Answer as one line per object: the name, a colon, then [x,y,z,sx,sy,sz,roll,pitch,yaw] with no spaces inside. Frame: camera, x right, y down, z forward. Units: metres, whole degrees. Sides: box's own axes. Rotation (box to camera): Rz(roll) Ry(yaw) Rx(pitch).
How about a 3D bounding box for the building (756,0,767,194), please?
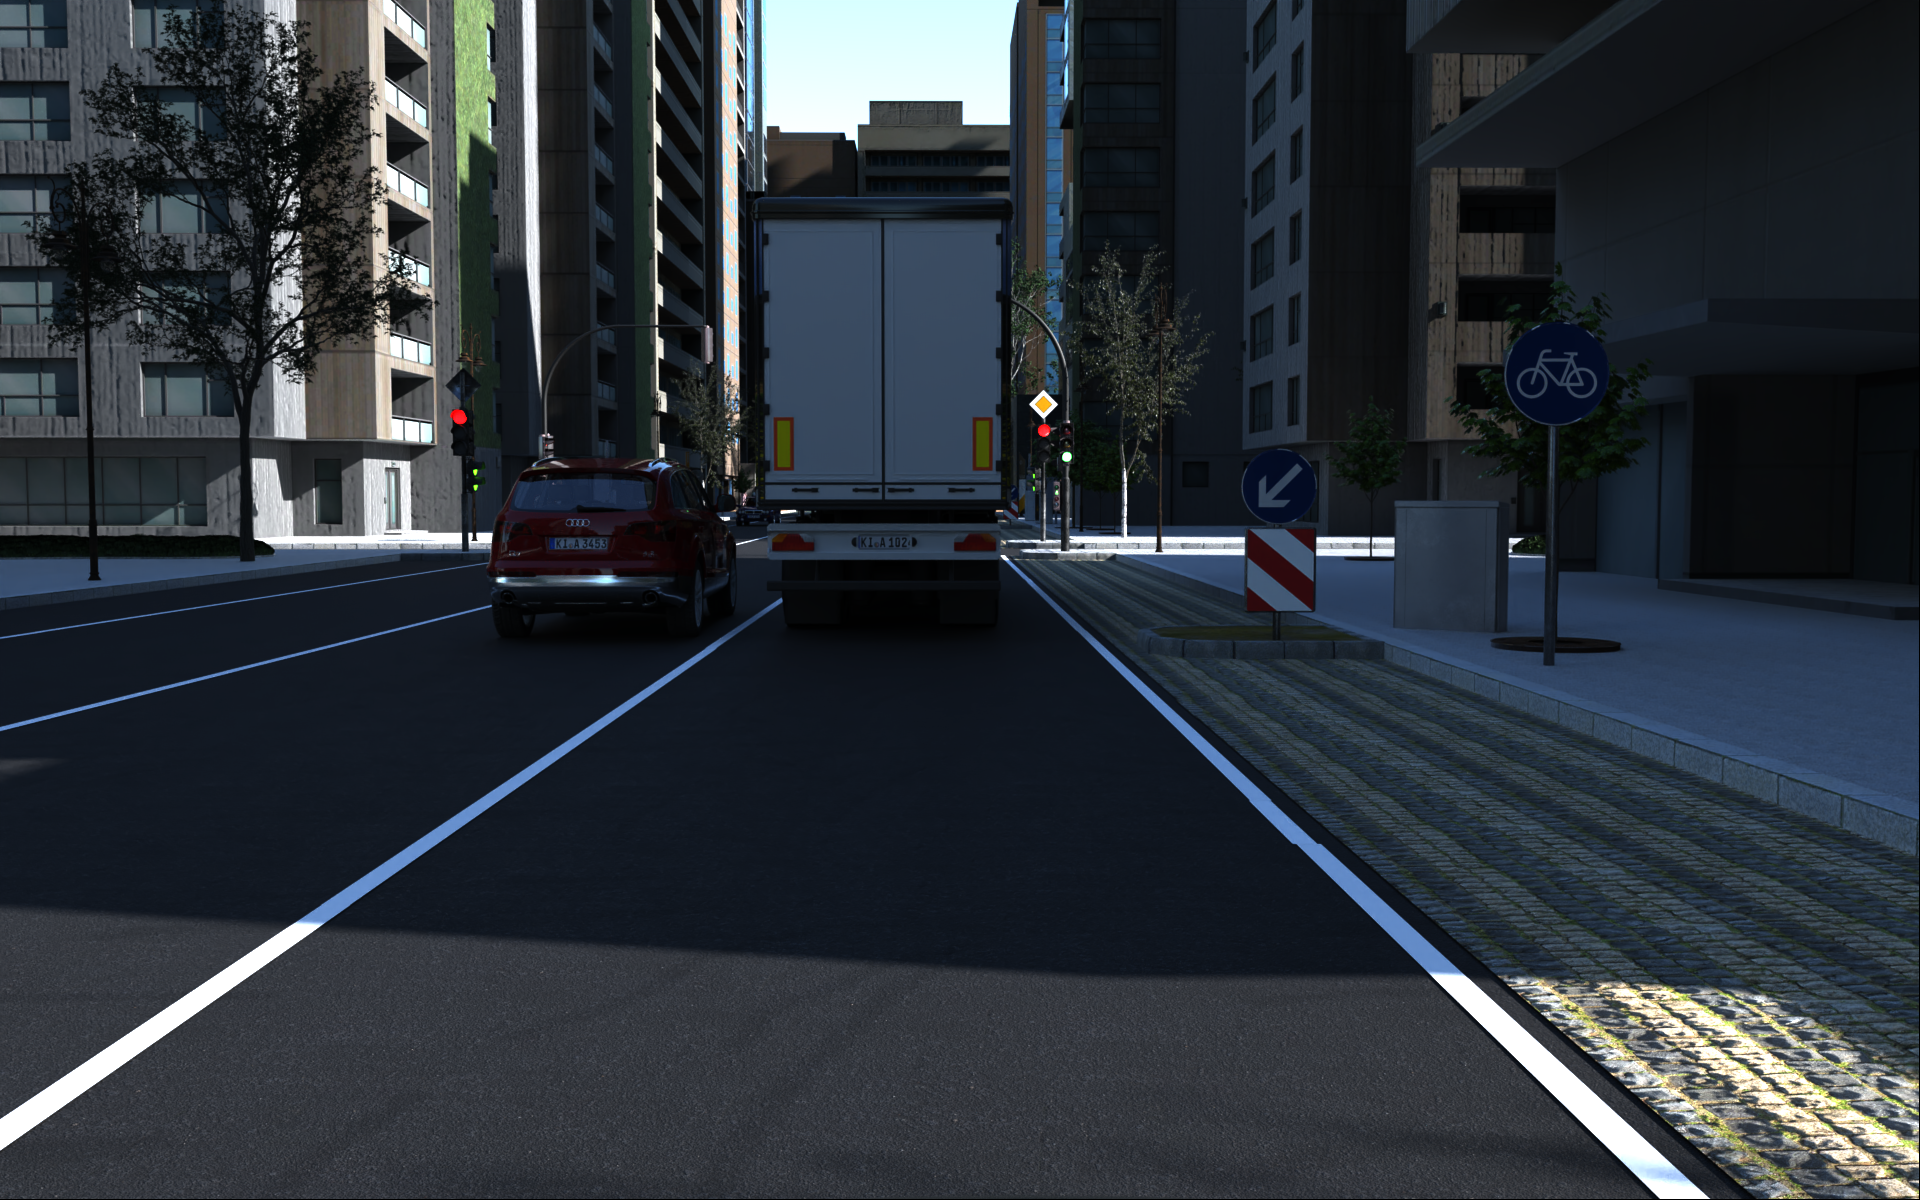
building: [-32.650,-53.218,182.780,31.000,86.520,22.319,0,4,-1]

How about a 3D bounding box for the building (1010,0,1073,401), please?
building: [11.682,-30.982,156.668,14.600,45.320,14.200,0,4,-1]

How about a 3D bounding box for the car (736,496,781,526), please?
car: [-9.182,-4.063,79.012,1.945,1.354,3.894,0,4,0]

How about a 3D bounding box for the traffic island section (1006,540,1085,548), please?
traffic island section: [2.269,-1.503,46.849,2.009,0.180,2.903,0,4,-1]

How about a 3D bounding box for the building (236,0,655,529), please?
building: [-21.738,-24.004,76.053,14.154,41.232,14.086,0,4,-1]

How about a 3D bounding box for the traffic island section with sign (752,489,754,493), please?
traffic island section with sign: [-11.534,-5.529,99.022,1.989,1.847,2.006,0,4,-1]

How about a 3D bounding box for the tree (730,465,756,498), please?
tree: [-14.642,-7.410,115.761,1.663,3.219,1.824,0,3,0]

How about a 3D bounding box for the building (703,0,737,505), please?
building: [-24.272,-29.297,129.111,14.600,45.320,14.200,0,4,-1]

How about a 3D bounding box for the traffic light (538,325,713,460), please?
traffic light: [-9.041,-4.400,46.609,4.771,5.953,1.251,0,4,-1]

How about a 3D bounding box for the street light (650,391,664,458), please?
street light: [-13.580,-6.429,77.908,0.468,5.910,1.993,0,4,-1]

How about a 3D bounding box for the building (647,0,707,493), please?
building: [-27.737,-29.497,105.970,21.300,48.544,21.600,0,4,-1]

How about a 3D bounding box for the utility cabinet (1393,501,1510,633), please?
utility cabinet: [4.642,-0.319,16.377,1.020,1.237,0.306,3,4,37]

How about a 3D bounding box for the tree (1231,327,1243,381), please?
tree: [12.441,-7.070,65.952,4.360,8.622,3.978,0,3,0]

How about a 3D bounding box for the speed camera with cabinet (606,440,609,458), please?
speed camera with cabinet: [-13.164,-4.273,64.205,0.660,3.252,2.038,0,4,-4]

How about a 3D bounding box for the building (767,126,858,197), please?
building: [-19.694,-34.486,213.954,14.200,45.320,14.600,0,4,-1]

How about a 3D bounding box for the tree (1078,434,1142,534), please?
tree: [5.074,-3.714,55.331,1.663,3.219,1.824,0,3,0]

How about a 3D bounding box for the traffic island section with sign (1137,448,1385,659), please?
traffic island section with sign: [2.667,-0.443,15.872,1.989,1.847,2.006,0,4,-1]

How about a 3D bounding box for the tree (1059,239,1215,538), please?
tree: [5.068,-6.141,50.773,4.360,8.622,3.978,0,3,0]

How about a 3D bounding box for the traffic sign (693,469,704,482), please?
traffic sign: [-13.618,-5.466,89.475,0.768,2.556,0.104,0,4,2]

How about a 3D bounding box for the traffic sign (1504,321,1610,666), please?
traffic sign: [4.413,-0.782,12.899,0.768,2.556,0.104,0,4,3]

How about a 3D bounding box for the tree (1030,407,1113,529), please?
tree: [4.366,-4.975,65.057,4.285,4.588,4.351,0,3,0]

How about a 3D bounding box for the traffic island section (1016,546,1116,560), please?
traffic island section: [2.372,-1.014,38.865,2.009,0.180,2.903,0,4,-1]

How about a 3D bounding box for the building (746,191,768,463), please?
building: [-24.179,-24.010,164.268,14.160,30.474,14.107,0,4,-1]

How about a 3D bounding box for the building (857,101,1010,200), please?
building: [-1.775,-36.293,217.091,21.600,48.544,21.300,0,4,-1]

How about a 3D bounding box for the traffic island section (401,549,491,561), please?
traffic island section: [-11.068,-1.004,38.696,2.009,0.180,2.903,0,4,-1]

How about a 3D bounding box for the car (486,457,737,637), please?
car: [-3.655,-0.625,18.896,2.281,1.827,5.304,0,4,-1]

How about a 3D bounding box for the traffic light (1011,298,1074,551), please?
traffic light: [0.241,-3.909,38.582,4.771,5.953,1.251,0,4,-1]

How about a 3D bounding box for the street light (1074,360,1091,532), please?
street light: [4.135,-5.265,58.878,0.468,5.910,1.993,0,4,-1]

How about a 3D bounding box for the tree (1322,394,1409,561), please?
tree: [7.856,-2.385,33.597,1.663,3.219,1.824,0,3,0]

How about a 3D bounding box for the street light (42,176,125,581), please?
street light: [-12.875,-3.229,25.587,0.468,5.910,1.993,0,4,-1]

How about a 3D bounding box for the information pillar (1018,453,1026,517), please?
information pillar: [3.519,-6.503,97.684,0.183,3.616,0.504,-3,5,-44]

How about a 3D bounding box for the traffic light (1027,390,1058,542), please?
traffic light: [2.228,-3.536,46.735,0.839,4.253,0.868,0,4,-1]

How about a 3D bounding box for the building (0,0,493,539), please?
building: [-23.350,-22.654,53.986,14.154,41.232,14.086,0,4,-1]

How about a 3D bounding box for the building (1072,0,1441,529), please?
building: [11.810,-18.607,75.934,14.160,30.474,14.107,0,4,-1]

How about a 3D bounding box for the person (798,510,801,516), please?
person: [-10.121,-6.208,109.980,0.573,1.828,0.580,-1,4,-9]

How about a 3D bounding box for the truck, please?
truck: [-0.750,-2.024,22.003,2.839,4.237,11.283,0,4,0]

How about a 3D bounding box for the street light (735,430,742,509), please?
street light: [-13.940,-8.342,109.173,0.468,5.910,1.993,0,4,-1]

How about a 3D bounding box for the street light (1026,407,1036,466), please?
street light: [3.677,-7.167,89.968,0.468,5.910,1.993,0,4,-1]

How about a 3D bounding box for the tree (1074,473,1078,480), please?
tree: [4.985,-4.102,61.670,1.663,3.219,1.824,0,3,0]

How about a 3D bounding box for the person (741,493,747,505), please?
person: [-16.247,-7.557,130.264,0.551,1.740,0.621,1,4,22]

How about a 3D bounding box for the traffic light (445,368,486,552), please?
traffic light: [-11.028,-3.036,38.562,0.839,4.253,0.868,0,4,-1]

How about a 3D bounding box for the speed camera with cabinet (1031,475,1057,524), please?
speed camera with cabinet: [3.747,-4.914,74.680,0.660,3.252,2.038,-1,4,-12]

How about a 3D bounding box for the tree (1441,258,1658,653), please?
tree: [4.833,-1.209,14.371,1.663,3.219,1.824,0,3,0]

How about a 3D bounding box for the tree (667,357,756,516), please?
tree: [-13.719,-8.781,93.935,4.360,8.622,3.978,0,3,0]

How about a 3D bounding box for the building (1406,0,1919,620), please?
building: [21.017,-26.048,15.132,28.713,52.752,27.495,0,4,-1]

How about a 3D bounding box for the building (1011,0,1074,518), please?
building: [14.896,-48.446,104.762,22.319,86.520,31.000,0,4,-1]

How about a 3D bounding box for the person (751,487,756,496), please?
person: [-11.011,-5.178,93.141,0.794,1.824,0.713,1,4,10]

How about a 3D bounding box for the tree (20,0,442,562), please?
tree: [-13.695,-5.993,32.394,8.767,10.594,7.601,1,4,13]

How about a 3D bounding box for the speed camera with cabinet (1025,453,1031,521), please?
speed camera with cabinet: [3.492,-5.464,83.664,0.660,3.252,2.038,0,4,6]

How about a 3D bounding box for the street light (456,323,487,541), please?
street light: [-13.206,-4.535,46.939,0.468,5.910,1.993,0,4,-1]

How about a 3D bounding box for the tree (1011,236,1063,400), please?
tree: [2.851,-16.704,128.997,12.611,20.169,13.585,0,3,0]

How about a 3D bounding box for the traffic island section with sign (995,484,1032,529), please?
traffic island section with sign: [1.948,-3.842,71.446,1.989,1.847,2.006,0,4,-1]

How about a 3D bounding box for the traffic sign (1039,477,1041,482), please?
traffic sign: [3.619,-4.619,77.646,0.606,2.300,0.079,0,4,0]

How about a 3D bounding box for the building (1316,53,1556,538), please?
building: [17.237,-17.362,55.577,14.107,30.474,14.160,0,4,-1]

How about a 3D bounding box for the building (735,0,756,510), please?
building: [-26.601,-43.267,145.666,20.563,71.187,20.611,0,4,-1]

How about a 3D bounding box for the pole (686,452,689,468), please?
pole: [-13.164,-5.498,83.742,0.158,3.312,0.155,0,3,0]

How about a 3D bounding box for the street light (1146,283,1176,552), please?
street light: [4.389,-3.990,38.023,0.468,5.910,1.993,0,4,-1]
